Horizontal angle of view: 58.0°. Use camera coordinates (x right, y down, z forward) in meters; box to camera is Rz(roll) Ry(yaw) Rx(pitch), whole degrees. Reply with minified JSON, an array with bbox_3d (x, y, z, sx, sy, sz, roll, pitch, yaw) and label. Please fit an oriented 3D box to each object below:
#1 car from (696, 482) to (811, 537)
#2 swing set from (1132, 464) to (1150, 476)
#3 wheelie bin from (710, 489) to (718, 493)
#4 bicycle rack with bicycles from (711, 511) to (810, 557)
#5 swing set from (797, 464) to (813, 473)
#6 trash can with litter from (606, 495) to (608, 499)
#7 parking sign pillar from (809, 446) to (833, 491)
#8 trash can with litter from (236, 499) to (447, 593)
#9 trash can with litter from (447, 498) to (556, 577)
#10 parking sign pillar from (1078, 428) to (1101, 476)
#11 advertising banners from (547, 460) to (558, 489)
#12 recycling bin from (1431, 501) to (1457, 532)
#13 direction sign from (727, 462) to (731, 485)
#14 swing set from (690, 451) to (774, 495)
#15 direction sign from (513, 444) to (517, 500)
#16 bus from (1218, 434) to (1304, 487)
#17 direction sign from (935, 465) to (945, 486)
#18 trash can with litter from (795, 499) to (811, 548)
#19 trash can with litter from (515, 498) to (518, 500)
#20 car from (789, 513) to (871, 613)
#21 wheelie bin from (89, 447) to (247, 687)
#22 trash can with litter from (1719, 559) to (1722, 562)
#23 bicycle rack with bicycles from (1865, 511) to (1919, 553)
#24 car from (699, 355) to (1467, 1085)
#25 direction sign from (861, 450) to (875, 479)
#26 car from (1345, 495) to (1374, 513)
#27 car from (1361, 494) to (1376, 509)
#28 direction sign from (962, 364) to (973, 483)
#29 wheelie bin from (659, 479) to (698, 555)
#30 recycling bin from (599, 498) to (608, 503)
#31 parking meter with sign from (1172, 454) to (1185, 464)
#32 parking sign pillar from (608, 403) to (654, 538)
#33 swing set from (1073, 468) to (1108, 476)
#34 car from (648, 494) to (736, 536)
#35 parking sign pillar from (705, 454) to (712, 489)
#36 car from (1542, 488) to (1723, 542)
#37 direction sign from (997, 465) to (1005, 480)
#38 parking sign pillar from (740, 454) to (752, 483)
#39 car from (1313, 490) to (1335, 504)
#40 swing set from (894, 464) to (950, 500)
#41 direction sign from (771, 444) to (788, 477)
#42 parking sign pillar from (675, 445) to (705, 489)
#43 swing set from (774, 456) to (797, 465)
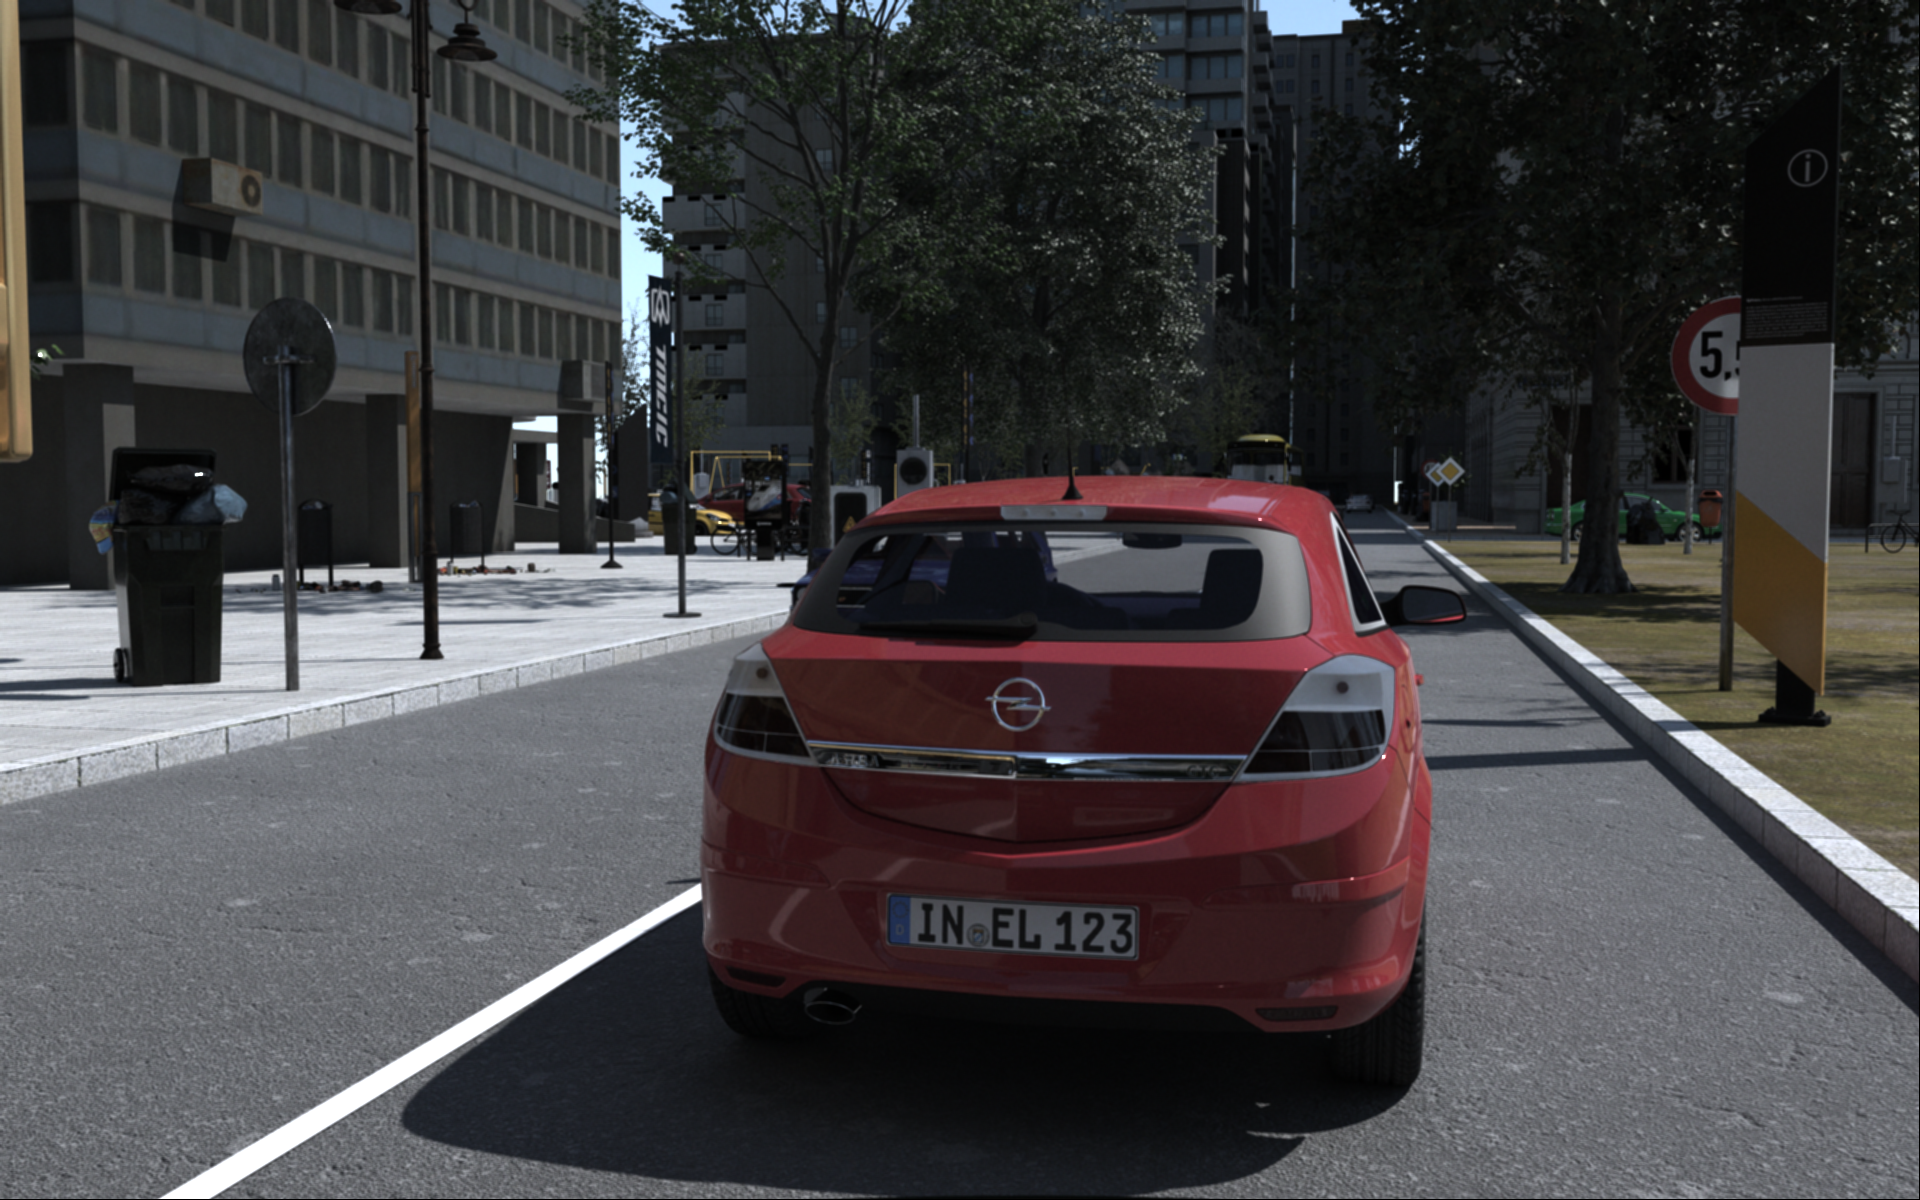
[{"bbox_3d":[-7.065,-2.910,56.250,5.304,1.827,2.281,1,4,12],"label":"car"},{"bbox_3d":[9.794,-5.665,90.236,2.862,2.851,3.119,0,4,7],"label":"swing set"},{"bbox_3d":[-14.260,-5.683,100.818,0.980,1.594,0.693,0,4,8],"label":"wheelie bin"},{"bbox_3d":[-3.776,-1.399,36.260,2.925,0.926,2.852,0,4,2],"label":"bicycle rack with bicycles"},{"bbox_3d":[-8.611,-5.681,90.507,3.119,2.851,2.862,0,4,-6],"label":"swing set"},{"bbox_3d":[-28.439,-7.928,140.677,2.233,1.210,1.678,3,5,43],"label":"trash can with litter"},{"bbox_3d":[-7.744,-6.603,96.438,1.447,3.967,1.447,-1,4,-15],"label":"parking sign pillar"},{"bbox_3d":[-8.277,-0.722,22.860,2.233,1.210,1.678,1,4,22],"label":"trash can with litter"},{"bbox_3d":[-7.551,-1.037,28.005,2.233,1.210,1.678,-2,4,-33],"label":"trash can with litter"},{"bbox_3d":[5.033,-4.830,67.448,1.447,3.967,1.447,-1,4,-18],"label":"parking sign pillar"},{"bbox_3d":[-20.731,-5.720,89.716,2.074,3.025,0.090,-3,5,-43],"label":"advertising banners"},{"bbox_3d":[16.541,-2.852,59.180,0.722,1.027,0.722,0,4,2],"label":"recycling bin"},{"bbox_3d":[-16.574,-8.092,124.294,0.379,3.537,0.876,1,4,11],"label":"direction sign"},{"bbox_3d":[-8.490,-4.015,63.269,3.119,2.851,2.862,0,4,-5],"label":"swing set"},{"bbox_3d":[-17.723,-4.699,68.829,0.379,3.537,0.876,3,5,41],"label":"direction sign"},{"bbox_3d":[13.234,-5.094,74.835,2.896,3.916,12.252,1,4,15],"label":"bus"},{"bbox_3d":[-1.522,-8.588,132.418,0.876,3.537,0.379,-1,4,-23],"label":"direction sign"},{"bbox_3d":[-3.330,-1.810,40.983,1.055,1.170,0.624,-1,4,-18],"label":"trash can with litter"},{"bbox_3d":[-16.612,-3.209,63.851,1.055,1.170,0.624,-2,4,-30],"label":"trash can with litter"},{"bbox_3d":[-0.225,-0.171,15.378,1.945,1.354,3.894,1,4,13],"label":"car"},{"bbox_3d":[-5.355,-0.238,11.792,0.980,1.594,0.693,-2,4,-34],"label":"wheelie bin"},{"bbox_3d":[14.048,-1.182,30.710,1.055,1.170,0.624,3,5,40],"label":"trash can with litter"},{"bbox_3d":[21.149,-1.460,37.257,2.925,0.926,2.852,-1,4,-20],"label":"bicycle rack with bicycles"},{"bbox_3d":[0.609,0.197,5.825,2.155,1.783,4.494,1,4,13],"label":"car"},{"bbox_3d":[-4.738,-5.950,89.287,0.876,3.537,0.379,2,4,34],"label":"direction sign"},{"bbox_3d":[30.206,-7.256,130.995,2.083,1.381,4.827,1,4,14],"label":"car"},{"bbox_3d":[38.370,-9.300,164.064,2.014,1.417,4.499,1,4,11],"label":"car"},{"bbox_3d":[0.132,-2.359,30.574,0.379,3.537,0.876,1,4,12],"label":"direction sign"},{"bbox_3d":[-5.956,-1.755,36.604,0.693,1.594,0.980,1,4,10],"label":"wheelie bin"},{"bbox_3d":[-20.476,-5.277,98.831,0.722,1.027,0.722,3,5,44],"label":"recycling bin"},{"bbox_3d":[9.792,-4.839,75.377,0.543,3.016,1.738,2,4,28],"label":"parking meter with sign"},{"bbox_3d":[-9.775,-3.823,50.986,1.447,3.967,1.447,2,4,31],"label":"parking sign pillar"},{"bbox_3d":[8.227,-6.400,102.265,3.119,2.851,2.862,0,4,5],"label":"swing set"},{"bbox_3d":[-9.013,-2.702,54.400,3.980,1.641,2.015,1,4,15],"label":"car"},{"bbox_3d":[-16.967,-7.760,115.350,1.447,3.967,1.447,1,4,19],"label":"parking sign pillar"},{"bbox_3d":[18.792,-2.426,48.454,4.718,1.807,1.959,1,4,13],"label":"car"},{"bbox_3d":[3.151,-8.690,134.079,0.876,3.537,0.379,-3,4,-38],"label":"direction sign"},{"bbox_3d":[-14.379,-7.873,117.195,1.447,3.967,1.447,-3,5,-39],"label":"parking sign pillar"},{"bbox_3d":[30.309,-8.368,145.495,2.281,1.827,5.304,1,4,13],"label":"car"},{"bbox_3d":[-2.083,-5.668,90.294,3.119,2.851,2.862,0,4,-1],"label":"swing set"},{"bbox_3d":[-8.207,-5.315,78.902,0.876,3.537,0.379,1,4,23],"label":"direction sign"},{"bbox_3d":[-14.536,-6.358,92.422,1.447,3.967,1.447,-1,4,-13],"label":"parking sign pillar"},{"bbox_3d":[-8.858,-4.527,71.644,3.119,2.851,2.862,1,4,16],"label":"swing set"}]
